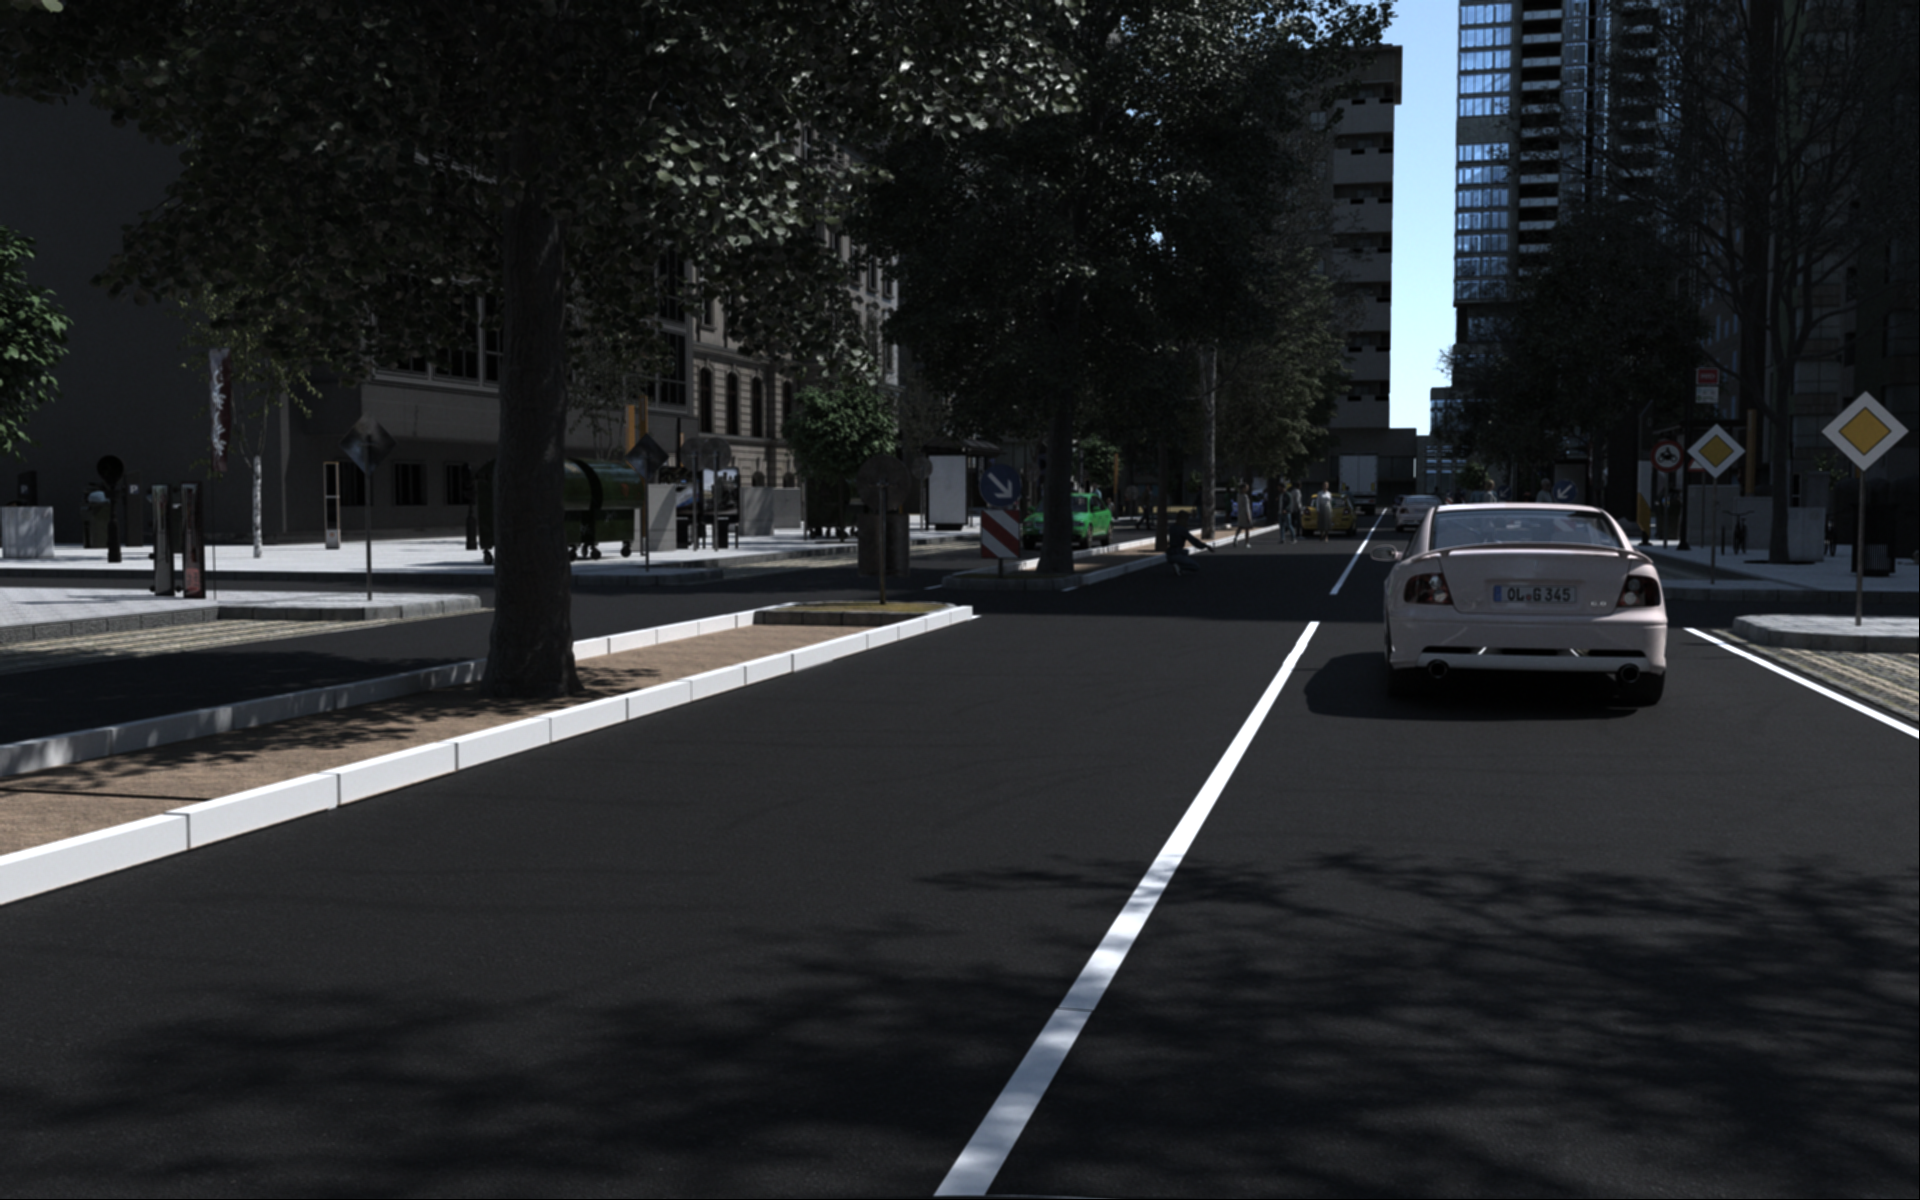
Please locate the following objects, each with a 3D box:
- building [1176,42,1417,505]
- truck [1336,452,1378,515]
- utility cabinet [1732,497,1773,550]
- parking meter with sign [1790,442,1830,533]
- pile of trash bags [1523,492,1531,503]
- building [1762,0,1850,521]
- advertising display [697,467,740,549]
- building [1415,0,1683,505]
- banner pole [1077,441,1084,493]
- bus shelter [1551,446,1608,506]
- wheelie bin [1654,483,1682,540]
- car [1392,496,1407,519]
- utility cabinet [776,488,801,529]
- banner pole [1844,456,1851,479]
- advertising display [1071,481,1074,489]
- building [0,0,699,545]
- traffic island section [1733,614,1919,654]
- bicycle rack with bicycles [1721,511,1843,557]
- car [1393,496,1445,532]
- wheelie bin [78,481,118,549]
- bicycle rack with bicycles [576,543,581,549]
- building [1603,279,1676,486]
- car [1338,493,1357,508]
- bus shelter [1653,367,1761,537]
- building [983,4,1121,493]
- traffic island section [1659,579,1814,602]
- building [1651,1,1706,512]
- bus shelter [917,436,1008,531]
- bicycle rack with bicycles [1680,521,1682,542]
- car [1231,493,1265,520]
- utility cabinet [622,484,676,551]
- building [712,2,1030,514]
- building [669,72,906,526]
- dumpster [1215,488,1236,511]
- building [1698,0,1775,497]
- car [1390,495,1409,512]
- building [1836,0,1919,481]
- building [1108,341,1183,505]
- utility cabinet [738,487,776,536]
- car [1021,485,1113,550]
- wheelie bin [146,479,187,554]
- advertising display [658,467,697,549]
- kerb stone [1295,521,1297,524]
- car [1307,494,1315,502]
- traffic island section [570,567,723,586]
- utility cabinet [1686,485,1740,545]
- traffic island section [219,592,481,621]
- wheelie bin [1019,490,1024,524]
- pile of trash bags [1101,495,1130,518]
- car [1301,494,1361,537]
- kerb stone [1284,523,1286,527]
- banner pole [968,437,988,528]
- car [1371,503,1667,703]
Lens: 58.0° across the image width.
[{"bbox_3d":[40.237,-37.717,205.904,27.495,52.752,28.713,1,4,14],"label":"building"},{"bbox_3d":[27.643,-8.049,120.508,2.839,4.237,11.283,1,4,12],"label":"truck"},{"bbox_3d":[18.475,-1.771,40.110,1.020,1.237,0.306,1,4,16],"label":"utility cabinet"},{"bbox_3d":[28.690,-3.769,57.878,1.738,3.016,0.543,2,4,29],"label":"parking meter with sign"},{"bbox_3d":[29.905,-4.837,88.830,1.912,1.369,3.447,-1,4,-14],"label":"pile of trash bags"},{"bbox_3d":[47.570,-24.557,85.094,14.154,41.232,14.086,1,4,14],"label":"building"},{"bbox_3d":[-5.630,-2.166,40.628,0.974,1.923,0.123,-2,4,-34],"label":"advertising display"},{"bbox_3d":[67.770,-53.931,194.445,31.000,86.520,22.319,1,4,14],"label":"building"},{"bbox_3d":[5.707,-5.636,82.164,0.401,3.779,0.863,-1,4,-19],"label":"banner pole"},{"bbox_3d":[26.550,-4.932,74.554,2.014,3.302,5.546,1,4,14],"label":"bus shelter"},{"bbox_3d":[19.802,-2.476,48.398,0.693,1.594,0.980,1,4,13],"label":"wheelie bin"},{"bbox_3d":[26.435,-5.469,101.994,1.945,1.354,3.894,1,4,14],"label":"car"},{"bbox_3d":[-6.404,-3.330,63.123,1.173,1.500,0.318,-1,4,-15],"label":"utility cabinet"},{"bbox_3d":[39.757,-5.340,77.322,0.863,3.779,0.401,1,4,22],"label":"banner pole"},{"bbox_3d":[5.312,-5.066,88.048,0.974,1.923,0.123,1,4,12],"label":"advertising display"},{"bbox_3d":[-19.322,-16.008,55.239,14.314,27.812,24.014,1,4,14],"label":"building"},{"bbox_3d":[8.768,0.331,16.874,2.009,0.180,2.903,1,4,14],"label":"traffic island section"},{"bbox_3d":[17.369,-1.438,36.901,2.852,0.926,2.925,2,4,24],"label":"bicycle rack with bicycles"},{"bbox_3d":[17.702,-3.313,66.524,2.083,1.381,4.827,1,4,13],"label":"car"},{"bbox_3d":[-20.297,-2.011,40.790,0.980,1.594,0.693,2,4,35],"label":"wheelie bin"},{"bbox_3d":[-9.753,-1.738,41.799,2.852,0.926,2.925,0,4,3],"label":"bicycle rack with bicycles"},{"bbox_3d":[67.680,-18.036,139.930,27.650,21.520,28.899,1,4,14],"label":"building"},{"bbox_3d":[24.384,-6.241,110.841,1.959,1.807,4.718,1,4,14],"label":"car"},{"bbox_3d":[22.347,-4.590,52.680,2.179,5.291,8.768,1,4,14],"label":"bus shelter"},{"bbox_3d":[-0.436,-34.688,156.393,27.495,52.752,28.713,1,4,14],"label":"building"},{"bbox_3d":[10.714,-0.143,24.619,2.009,0.180,2.903,1,4,14],"label":"traffic island section"},{"bbox_3d":[58.296,-41.409,115.289,20.563,71.187,20.611,1,4,14],"label":"building"},{"bbox_3d":[0.141,-4.212,62.785,2.014,3.302,5.546,1,4,14],"label":"bus shelter"},{"bbox_3d":[20.394,-1.980,45.762,2.852,0.926,2.925,-1,4,-16],"label":"bicycle rack with bicycles"},{"bbox_3d":[16.176,-5.375,97.476,1.945,1.707,3.694,1,4,13],"label":"car"},{"bbox_3d":[-6.926,-1.829,38.581,1.173,1.500,0.318,-2,4,-35],"label":"utility cabinet"},{"bbox_3d":[-11.705,-26.164,119.655,32.217,40.220,23.993,1,4,14],"label":"building"},{"bbox_3d":[-12.577,-16.195,83.867,14.460,24.649,34.723,1,4,14],"label":"building"},{"bbox_3d":[18.727,-7.043,123.360,1.865,1.857,1.264,1,4,14],"label":"dumpster"},{"bbox_3d":[51.089,-27.457,99.034,14.600,45.320,14.200,1,4,14],"label":"building"},{"bbox_3d":[35.166,-7.635,137.405,1.945,1.354,3.894,1,4,12],"label":"car"},{"bbox_3d":[39.988,-17.817,63.017,14.160,30.474,14.107,1,4,14],"label":"building"},{"bbox_3d":[12.796,-22.526,213.342,28.899,21.520,27.650,1,4,14],"label":"building"},{"bbox_3d":[-6.250,-2.708,52.962,0.318,1.500,1.173,3,5,44],"label":"utility cabinet"},{"bbox_3d":[2.891,-2.280,46.078,1.959,1.807,4.718,1,4,16],"label":"car"},{"bbox_3d":[-17.062,-1.808,37.461,0.980,1.594,0.693,-1,4,-9],"label":"wheelie bin"},{"bbox_3d":[-6.577,-2.167,40.645,0.974,1.923,0.123,-1,4,-22],"label":"advertising display"},{"bbox_3d":[17.086,-3.990,87.536,0.120,0.150,1.000,1,4,14],"label":"kerb stone"},{"bbox_3d":[19.527,-5.126,92.611,1.959,1.807,4.718,1,4,14],"label":"car"},{"bbox_3d":[-5.184,-0.387,28.603,2.009,0.180,2.903,1,4,14],"label":"traffic island section"},{"bbox_3d":[18.601,-2.086,42.782,1.173,1.500,0.318,1,4,22],"label":"utility cabinet"},{"bbox_3d":[-7.129,0.087,20.858,2.009,0.180,2.903,1,4,14],"label":"traffic island section"},{"bbox_3d":[2.456,-4.058,74.251,0.693,1.594,0.980,-1,4,-17],"label":"wheelie bin"},{"bbox_3d":[8.302,-5.210,94.931,3.447,1.369,1.912,-3,5,-42],"label":"pile of trash bags"},{"bbox_3d":[12.725,-3.016,59.542,2.015,1.641,3.980,1,4,16],"label":"car"},{"bbox_3d":[13.839,-3.205,74.604,0.120,0.150,1.000,1,4,14],"label":"kerb stone"},{"bbox_3d":[0.665,-4.678,66.499,0.863,3.779,0.401,0,4,-7],"label":"banner pole"},{"bbox_3d":[4.247,-0.065,13.420,2.083,1.381,4.827,1,4,14],"label":"car"}]
